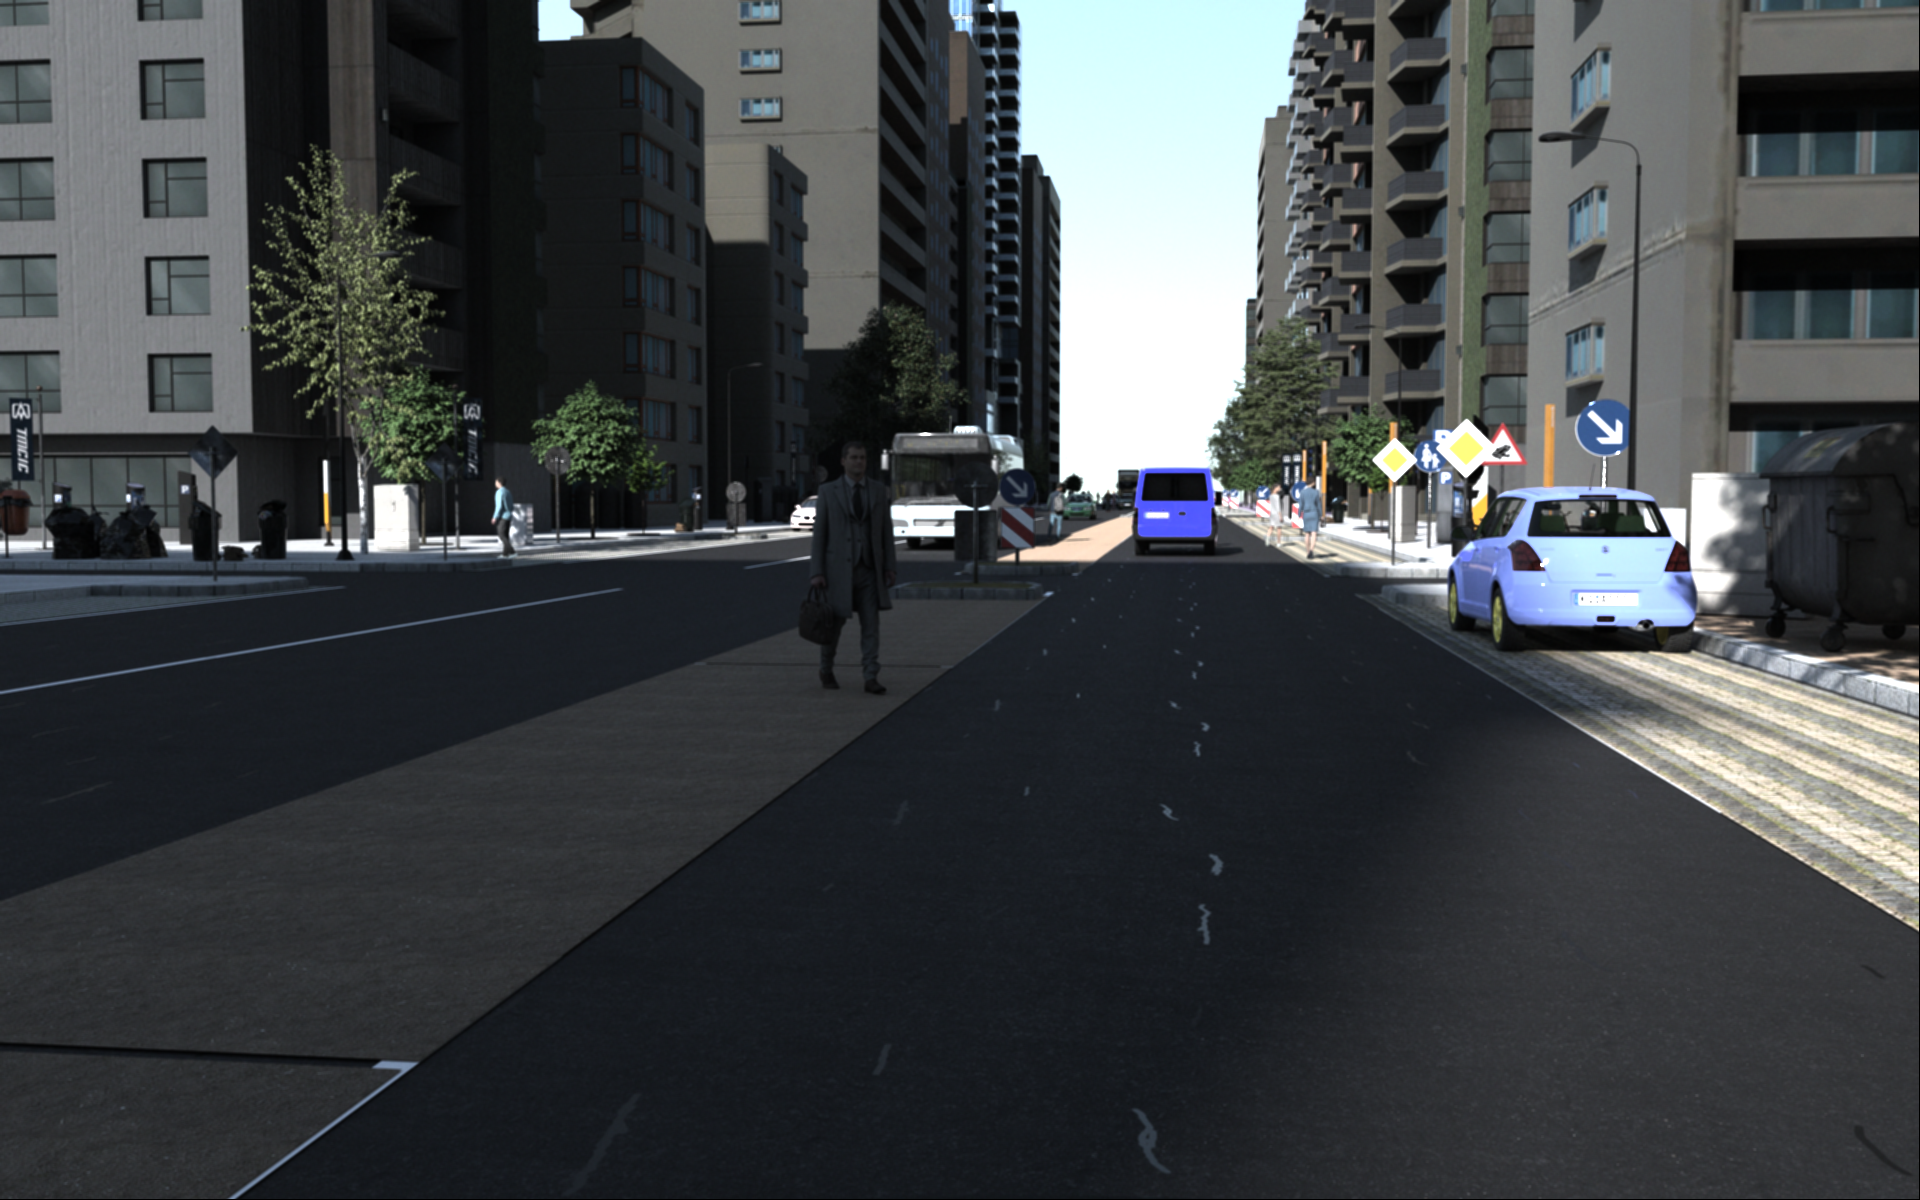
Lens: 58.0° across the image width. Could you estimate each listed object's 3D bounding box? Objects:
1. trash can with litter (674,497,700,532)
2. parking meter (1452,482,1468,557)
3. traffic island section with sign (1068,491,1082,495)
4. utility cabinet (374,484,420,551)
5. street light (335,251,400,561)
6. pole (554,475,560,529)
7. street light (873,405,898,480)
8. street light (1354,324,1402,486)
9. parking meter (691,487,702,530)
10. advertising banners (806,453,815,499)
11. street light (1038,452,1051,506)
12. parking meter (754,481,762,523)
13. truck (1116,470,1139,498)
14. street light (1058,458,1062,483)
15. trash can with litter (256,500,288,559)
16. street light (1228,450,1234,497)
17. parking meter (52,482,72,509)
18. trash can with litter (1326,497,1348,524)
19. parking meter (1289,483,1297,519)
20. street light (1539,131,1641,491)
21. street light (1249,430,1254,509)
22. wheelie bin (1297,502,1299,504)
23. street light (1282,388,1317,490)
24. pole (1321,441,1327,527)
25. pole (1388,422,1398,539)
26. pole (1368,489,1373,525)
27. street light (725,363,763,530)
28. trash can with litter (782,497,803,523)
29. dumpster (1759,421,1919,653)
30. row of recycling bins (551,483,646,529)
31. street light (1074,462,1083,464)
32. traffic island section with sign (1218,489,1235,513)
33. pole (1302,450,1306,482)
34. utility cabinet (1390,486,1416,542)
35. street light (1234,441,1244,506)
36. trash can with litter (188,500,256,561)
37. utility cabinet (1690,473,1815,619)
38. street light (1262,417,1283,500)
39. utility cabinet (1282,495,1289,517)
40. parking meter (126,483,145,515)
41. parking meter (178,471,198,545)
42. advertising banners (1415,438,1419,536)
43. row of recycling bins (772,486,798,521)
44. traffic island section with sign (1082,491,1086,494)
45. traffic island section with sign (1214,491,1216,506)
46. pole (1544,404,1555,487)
[{"bbox_3d":[-9.215,-2.869,58.298,0.624,1.170,1.055,1,4,11],"label":"trash can with litter"},{"bbox_3d":[10.212,-1.642,35.252,0.372,1.533,0.369,0,3,0],"label":"parking meter"},{"bbox_3d":[13.737,-12.583,214.362,1.989,1.847,2.006,0,4,7],"label":"traffic island section with sign"},{"bbox_3d":[-12.705,-1.856,39.022,1.173,1.500,0.318,2,4,33],"label":"utility cabinet"},{"bbox_3d":[-11.400,-3.720,33.357,1.470,5.913,1.316,0,4,7],"label":"street light"},{"bbox_3d":[-14.777,-4.259,63.480,0.158,3.312,0.155,0,3,0],"label":"pole"},{"bbox_3d":[-3.932,-7.194,90.168,1.470,5.913,1.316,0,4,7],"label":"street light"},{"bbox_3d":[11.459,-4.577,47.382,1.470,5.913,1.316,0,4,7],"label":"street light"},{"bbox_3d":[-9.337,-3.246,61.489,0.372,1.533,0.369,0,3,0],"label":"parking meter"},{"bbox_3d":[-6.439,-4.800,74.669,0.090,3.025,2.074,-1,4,-14],"label":"advertising banners"},{"bbox_3d":[9.329,-13.405,191.712,1.470,5.913,1.316,0,4,7],"label":"street light"},{"bbox_3d":[-9.029,-4.389,77.473,0.255,1.863,0.399,1,4,23],"label":"parking meter"},{"bbox_3d":[19.560,-12.966,200.903,2.839,4.237,11.283,0,4,6],"label":"truck"},{"bbox_3d":[13.033,-15.152,220.280,1.470,5.913,1.316,0,4,7],"label":"street light"},{"bbox_3d":[-13.713,-1.396,34.218,1.055,1.170,0.624,3,5,45],"label":"trash can with litter"},{"bbox_3d":[28.869,-12.762,181.202,1.470,5.913,1.316,0,4,7],"label":"street light"},{"bbox_3d":[-19.398,-1.777,37.458,0.372,1.533,0.369,0,3,0],"label":"parking meter"},{"bbox_3d":[16.354,-3.915,75.404,1.055,1.170,0.624,-3,4,-38],"label":"trash can with litter"},{"bbox_3d":[19.381,-5.809,100.694,0.399,1.863,0.255,3,5,40],"label":"parking meter"},{"bbox_3d":[8.112,-3.043,22.287,1.470,5.913,1.316,0,4,7],"label":"street light"},{"bbox_3d":[21.483,-9.261,123.961,1.470,5.913,1.316,0,4,7],"label":"street light"},{"bbox_3d":[17.438,-4.887,87.805,0.693,1.594,0.980,1,4,23],"label":"wheelie bin"},{"bbox_3d":[15.066,-6.329,76.019,1.470,5.913,1.316,0,4,7],"label":"street light"},{"bbox_3d":[13.987,-4.450,66.600,0.158,3.312,0.155,0,3,0],"label":"pole"},{"bbox_3d":[12.300,-3.387,49.215,0.158,3.312,0.155,0,3,0],"label":"pole"},{"bbox_3d":[17.288,-4.831,72.836,0.158,3.312,0.155,0,3,0],"label":"pole"},{"bbox_3d":[-7.686,-5.457,61.765,1.470,5.913,1.316,0,4,7],"label":"street light"},{"bbox_3d":[-7.416,-3.988,76.583,1.055,1.170,0.624,0,4,-6],"label":"trash can with litter"},{"bbox_3d":[7.662,-0.540,14.584,1.264,1.857,1.865,0,4,8],"label":"dumpster"},{"bbox_3d":[-13.442,-3.503,64.382,3.534,1.692,1.069,0,4,-5],"label":"row of recycling bins"},{"bbox_3d":[16.987,-16.960,249.838,1.470,5.913,1.316,0,4,7],"label":"street light"},{"bbox_3d":[20.344,-7.387,129.403,1.989,1.847,2.006,0,4,7],"label":"traffic island section with sign"},{"bbox_3d":[15.999,-5.302,80.523,0.158,3.312,0.155,0,3,0],"label":"pole"},{"bbox_3d":[11.719,-2.272,45.822,0.318,1.500,1.173,2,4,32],"label":"utility cabinet"},{"bbox_3d":[25.200,-11.024,152.788,1.470,5.913,1.316,0,4,7],"label":"street light"},{"bbox_3d":[-14.215,-1.335,33.221,1.055,1.170,0.624,0,4,-3],"label":"trash can with litter"},{"bbox_3d":[8.254,-0.572,18.026,1.173,1.500,0.318,3,5,43],"label":"utility cabinet"},{"bbox_3d":[18.971,-8.094,104.885,1.470,5.913,1.316,0,4,7],"label":"street light"},{"bbox_3d":[18.676,-5.356,98.726,0.306,1.237,1.020,-1,4,-8],"label":"utility cabinet"},{"bbox_3d":[-18.252,-1.833,38.385,0.372,1.533,0.369,0,3,0],"label":"parking meter"},{"bbox_3d":[-19.560,-2.335,43.894,0.399,1.863,0.255,0,4,-1],"label":"parking meter"},{"bbox_3d":[14.237,-3.535,53.988,0.090,3.025,2.074,1,4,18],"label":"advertising banners"},{"bbox_3d":[-8.779,-4.786,85.362,1.069,1.692,3.534,1,4,14],"label":"row of recycling bins"},{"bbox_3d":[17.239,-14.218,241.089,1.989,1.847,2.006,0,4,7],"label":"traffic island section with sign"},{"bbox_3d":[23.838,-9.022,156.132,1.989,1.847,2.006,0,4,7],"label":"traffic island section with sign"},{"bbox_3d":[13.409,-2.789,39.445,0.158,3.312,0.155,0,3,0],"label":"pole"}]
